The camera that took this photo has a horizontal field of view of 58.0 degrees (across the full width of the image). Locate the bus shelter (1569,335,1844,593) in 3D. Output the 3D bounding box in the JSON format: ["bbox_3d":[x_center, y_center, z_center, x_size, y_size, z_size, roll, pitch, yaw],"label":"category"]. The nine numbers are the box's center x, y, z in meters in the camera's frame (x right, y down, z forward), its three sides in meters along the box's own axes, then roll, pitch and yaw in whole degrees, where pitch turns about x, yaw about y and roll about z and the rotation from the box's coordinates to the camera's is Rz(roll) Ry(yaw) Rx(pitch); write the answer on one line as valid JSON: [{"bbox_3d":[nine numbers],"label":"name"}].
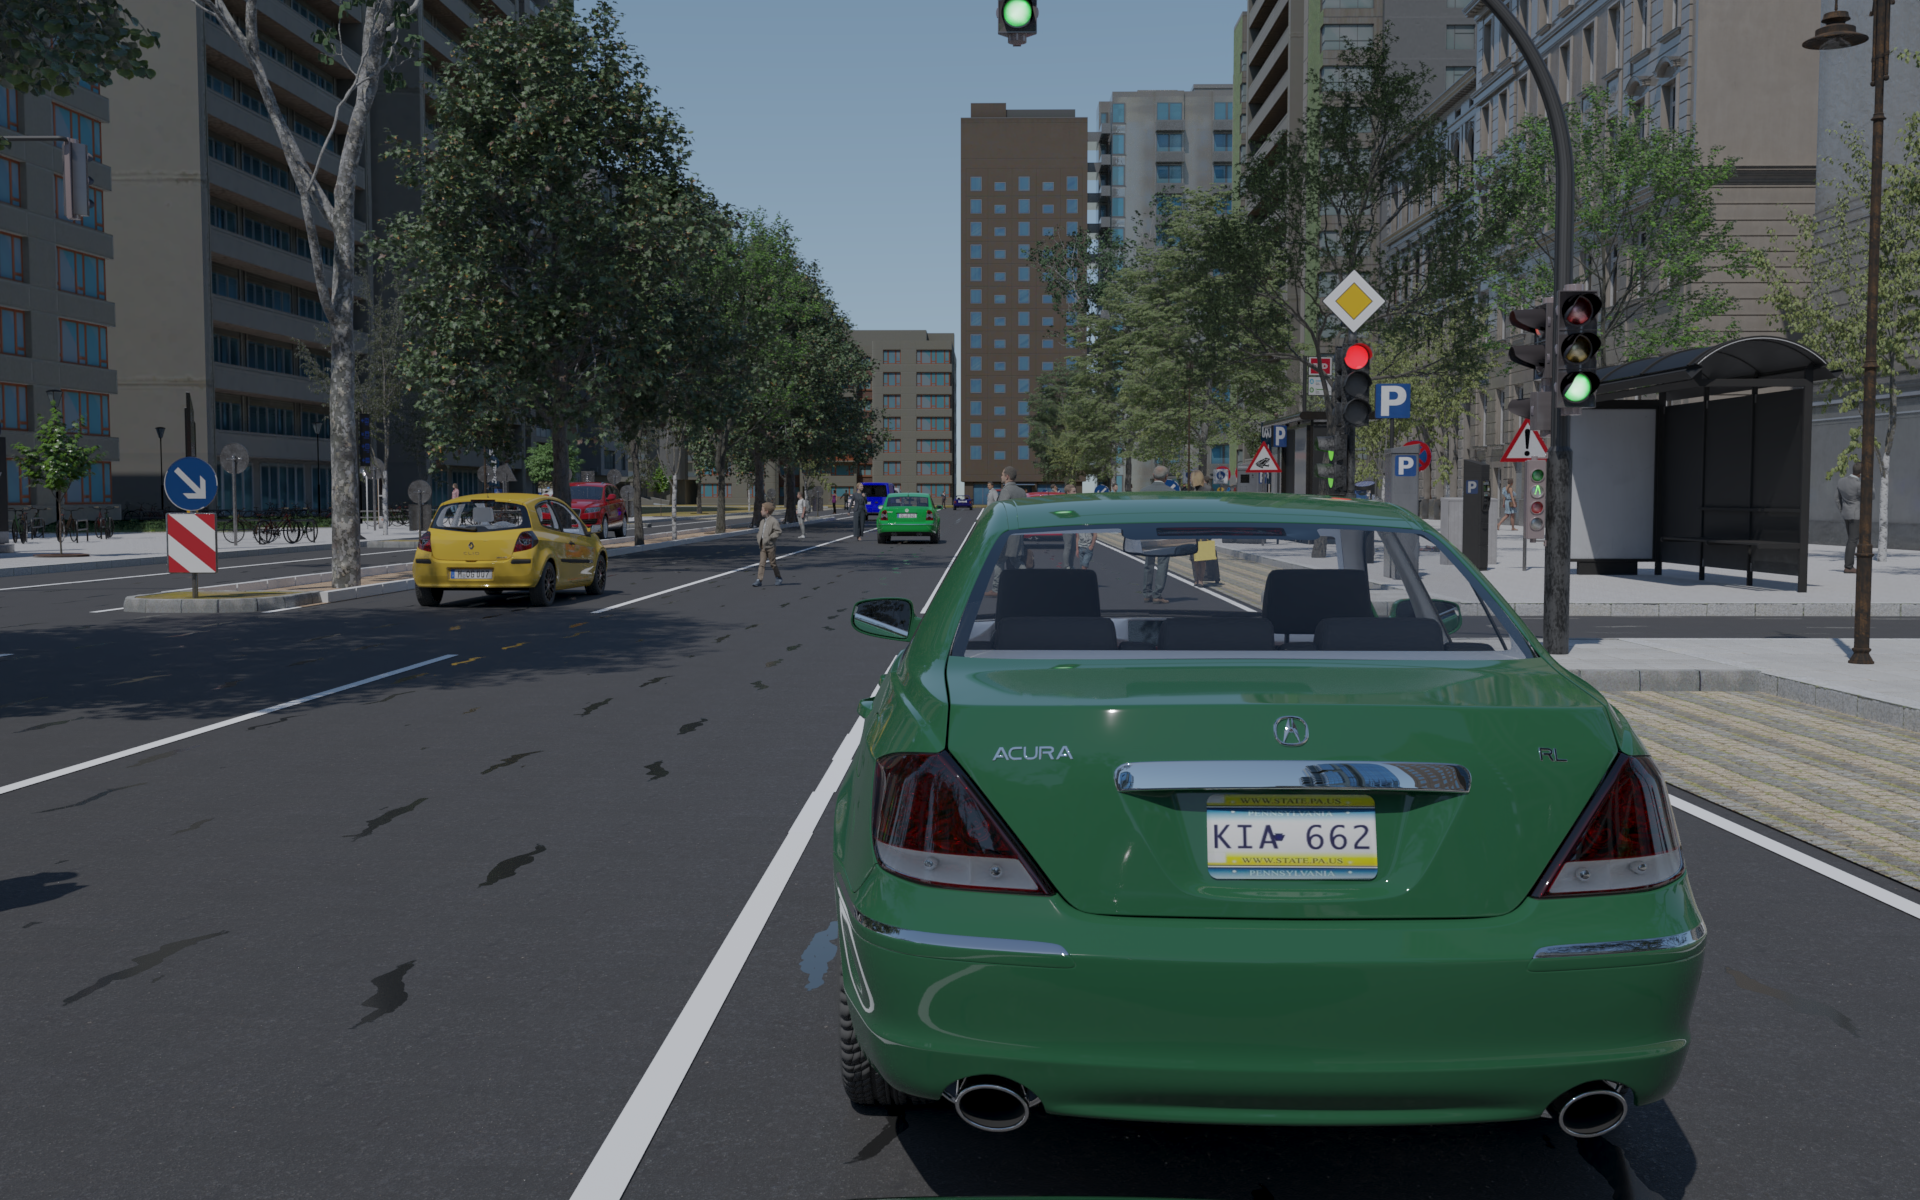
[{"bbox_3d":[10.299,-1.895,24.903,2.014,3.302,5.546,0,4,1],"label":"bus shelter"}]

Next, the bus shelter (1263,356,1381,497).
[{"bbox_3d":[9.734,-4.308,48.072,2.179,5.291,8.768,0,4,1],"label":"bus shelter"}]

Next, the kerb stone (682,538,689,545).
[{"bbox_3d":[-7.872,-1.631,48.870,0.120,0.150,1.000,0,4,1],"label":"kerb stone"}]

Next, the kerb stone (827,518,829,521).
[{"bbox_3d":[-7.100,-4.201,90.885,0.120,0.150,1.000,0,4,1],"label":"kerb stone"}]

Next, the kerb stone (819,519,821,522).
[{"bbox_3d":[-7.177,-3.951,86.790,0.120,0.150,1.000,0,4,1],"label":"kerb stone"}]

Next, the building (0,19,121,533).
[{"bbox_3d":[-45.602,-12.554,50.290,27.650,21.520,28.899,0,4,1],"label":"building"}]

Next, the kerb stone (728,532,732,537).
[{"bbox_3d":[-7.720,-2.133,57.070,0.120,0.150,1.000,0,4,1],"label":"kerb stone"}]

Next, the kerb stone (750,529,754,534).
[{"bbox_3d":[-7.618,-2.446,62.184,0.120,0.150,1.000,0,4,1],"label":"kerb stone"}]

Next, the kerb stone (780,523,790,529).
[{"bbox_3d":[-7.429,-3.123,73.468,0.120,0.150,1.000,0,4,1],"label":"kerb stone"}]

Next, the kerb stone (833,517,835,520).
[{"bbox_3d":[-7.043,-4.385,93.952,0.120,0.150,1.000,0,4,1],"label":"kerb stone"}]

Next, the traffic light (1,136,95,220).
[{"bbox_3d":[-13.558,-2.905,22.168,4.771,5.953,1.251,0,4,1],"label":"traffic light"}]

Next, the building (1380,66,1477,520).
[{"bbox_3d":[28.285,-15.769,86.700,11.050,23.489,19.941,0,4,1],"label":"building"}]

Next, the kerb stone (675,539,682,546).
[{"bbox_3d":[-7.887,-1.565,47.843,0.120,0.150,1.000,0,4,1],"label":"kerb stone"}]

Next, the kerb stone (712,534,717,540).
[{"bbox_3d":[-7.780,-1.945,53.993,0.120,0.150,1.000,0,4,1],"label":"kerb stone"}]

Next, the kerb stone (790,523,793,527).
[{"bbox_3d":[-7.400,-3.192,74.490,0.120,0.150,1.000,0,4,1],"label":"kerb stone"}]

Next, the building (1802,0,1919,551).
[{"bbox_3d":[30.596,-11.639,39.451,18.267,20.994,9.793,0,4,1],"label":"building"}]

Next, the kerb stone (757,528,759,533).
[{"bbox_3d":[-7.591,-2.572,64.243,0.120,0.150,1.000,0,4,1],"label":"kerb stone"}]

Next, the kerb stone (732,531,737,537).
[{"bbox_3d":[-7.696,-2.190,58.092,0.120,0.150,1.000,0,4,1],"label":"kerb stone"}]

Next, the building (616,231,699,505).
[{"bbox_3d":[-41.515,-31.804,211.870,23.993,40.220,32.217,0,4,1],"label":"building"}]

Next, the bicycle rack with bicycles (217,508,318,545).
[{"bbox_3d":[-17.987,-1.949,45.254,2.852,0.926,2.925,2,4,28],"label":"bicycle rack with bicycles"}]

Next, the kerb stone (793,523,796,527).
[{"bbox_3d":[-7.383,-3.260,75.512,0.120,0.150,1.000,0,4,1],"label":"kerb stone"}]

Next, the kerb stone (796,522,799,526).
[{"bbox_3d":[-7.358,-3.322,76.537,0.120,0.150,1.000,0,4,1],"label":"kerb stone"}]

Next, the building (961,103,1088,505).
[{"bbox_3d":[7.297,-33.733,201.640,14.200,45.320,14.600,0,4,1],"label":"building"}]

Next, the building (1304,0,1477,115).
[{"bbox_3d":[29.537,-26.327,114.047,14.154,41.232,14.086,0,4,1],"label":"building"}]

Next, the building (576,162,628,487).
[{"bbox_3d":[-37.115,-23.304,152.725,14.107,30.474,14.160,0,4,1],"label":"building"}]

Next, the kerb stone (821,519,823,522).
[{"bbox_3d":[-7.157,-4.013,87.813,0.120,0.150,1.000,0,4,1],"label":"kerb stone"}]

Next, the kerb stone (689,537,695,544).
[{"bbox_3d":[-7.850,-1.694,49.892,0.120,0.150,1.000,0,4,1],"label":"kerb stone"}]

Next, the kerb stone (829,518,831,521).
[{"bbox_3d":[-7.084,-4.262,91.907,0.120,0.150,1.000,0,4,1],"label":"kerb stone"}]

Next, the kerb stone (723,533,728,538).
[{"bbox_3d":[-7.734,-2.068,56.047,0.120,0.150,1.000,0,4,1],"label":"kerb stone"}]

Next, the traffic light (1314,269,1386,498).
[{"bbox_3d":[4.907,-2.012,21.813,0.839,4.253,0.868,0,4,1],"label":"traffic light"}]

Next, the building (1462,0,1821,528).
[{"bbox_3d":[27.988,-16.320,64.103,12.463,27.353,25.104,0,4,1],"label":"building"}]

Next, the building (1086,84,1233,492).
[{"bbox_3d":[30.015,-35.813,205.152,30.456,49.044,23.786,0,4,1],"label":"building"}]

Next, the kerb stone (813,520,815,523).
[{"bbox_3d":[-7.227,-3.762,83.711,0.120,0.150,1.000,0,4,1],"label":"kerb stone"}]

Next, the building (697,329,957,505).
[{"bbox_3d":[-15.125,-22.269,209.134,28.899,21.520,27.650,0,4,1],"label":"building"}]

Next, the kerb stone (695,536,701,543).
[{"bbox_3d":[-7.827,-1.756,50.919,0.120,0.150,1.000,0,4,1],"label":"kerb stone"}]

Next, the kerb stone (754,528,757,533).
[{"bbox_3d":[-7.612,-2.508,63.207,0.120,0.150,1.000,0,4,1],"label":"kerb stone"}]

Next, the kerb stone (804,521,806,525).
[{"bbox_3d":[-7.307,-3.506,79.604,0.120,0.150,1.000,0,4,1],"label":"kerb stone"}]

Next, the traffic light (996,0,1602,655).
[{"bbox_3d":[2.668,-2.389,13.726,4.771,5.953,1.251,0,4,1],"label":"traffic light"}]

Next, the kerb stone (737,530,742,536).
[{"bbox_3d":[-7.676,-2.258,59.114,0.120,0.150,1.000,0,4,1],"label":"kerb stone"}]

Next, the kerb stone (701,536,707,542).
[{"bbox_3d":[-7.809,-1.819,51.941,0.120,0.150,1.000,0,4,1],"label":"kerb stone"}]

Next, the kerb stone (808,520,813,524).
[{"bbox_3d":[-7.250,-3.692,82.690,0.120,0.150,1.000,0,4,1],"label":"kerb stone"}]

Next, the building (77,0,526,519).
[{"bbox_3d":[-40.803,-29.616,107.928,21.300,48.544,21.600,0,4,1],"label":"building"}]

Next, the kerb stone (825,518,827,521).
[{"bbox_3d":[-7.117,-4.139,89.862,0.120,0.150,1.000,0,4,1],"label":"kerb stone"}]

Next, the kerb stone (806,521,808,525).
[{"bbox_3d":[-7.292,-3.571,80.628,0.120,0.150,1.000,0,4,1],"label":"kerb stone"}]

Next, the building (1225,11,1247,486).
[{"bbox_3d":[30.450,-28.578,150.837,14.154,41.232,14.086,0,4,1],"label":"building"}]

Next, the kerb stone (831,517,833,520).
[{"bbox_3d":[-7.065,-4.326,92.929,0.120,0.150,1.000,0,4,1],"label":"kerb stone"}]

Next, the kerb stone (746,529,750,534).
[{"bbox_3d":[-7.647,-2.383,61.163,0.120,0.150,1.000,0,4,1],"label":"kerb stone"}]

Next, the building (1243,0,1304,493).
[{"bbox_3d":[33.876,-31.061,131.557,21.300,48.544,21.600,0,4,1],"label":"building"}]

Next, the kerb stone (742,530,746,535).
[{"bbox_3d":[-7.664,-2.320,60.136,0.120,0.150,1.000,0,4,1],"label":"kerb stone"}]

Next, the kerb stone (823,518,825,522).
[{"bbox_3d":[-7.149,-4.074,88.835,0.120,0.150,1.000,0,4,1],"label":"kerb stone"}]

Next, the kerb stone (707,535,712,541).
[{"bbox_3d":[-7.793,-1.882,52.971,0.120,0.150,1.000,0,4,1],"label":"kerb stone"}]

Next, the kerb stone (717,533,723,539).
[{"bbox_3d":[-7.753,-2.007,55.015,0.120,0.150,1.000,0,4,1],"label":"kerb stone"}]

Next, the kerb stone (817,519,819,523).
[{"bbox_3d":[-7.194,-3.888,85.766,0.120,0.150,1.000,0,4,1],"label":"kerb stone"}]

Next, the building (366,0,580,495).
[{"bbox_3d":[-36.629,-27.103,126.722,14.154,41.232,14.086,0,4,1],"label":"building"}]

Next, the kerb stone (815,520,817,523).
[{"bbox_3d":[-7.213,-3.823,84.733,0.120,0.150,1.000,0,4,1],"label":"kerb stone"}]
